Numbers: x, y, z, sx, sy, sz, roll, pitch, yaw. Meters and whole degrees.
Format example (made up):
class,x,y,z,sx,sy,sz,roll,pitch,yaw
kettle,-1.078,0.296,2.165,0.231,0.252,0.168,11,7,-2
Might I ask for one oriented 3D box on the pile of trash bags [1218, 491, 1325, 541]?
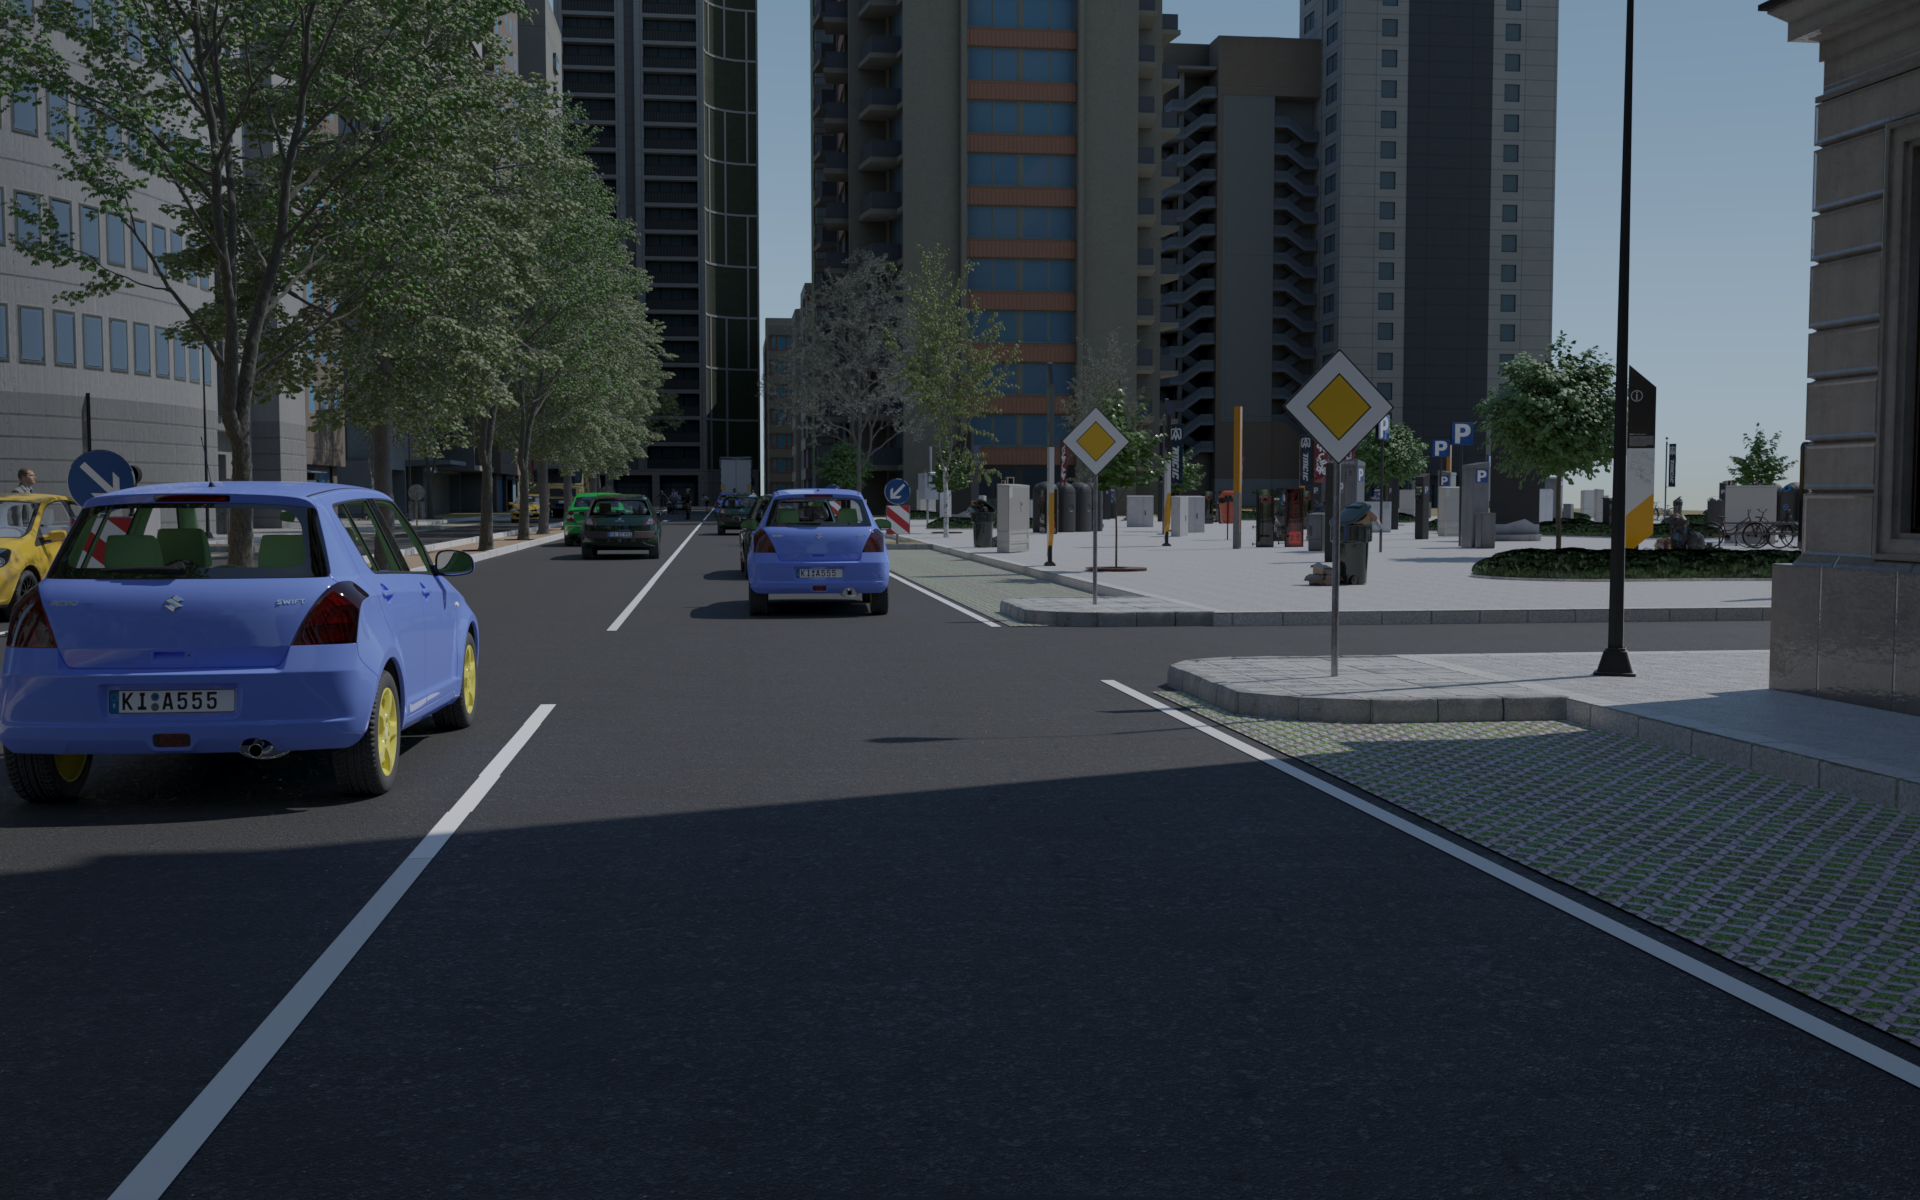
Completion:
class,x,y,z,sx,sy,sz,roll,pitch,yaw
pile of trash bags,8.861,-2.340,48.016,3.447,1.369,1.912,1,4,16

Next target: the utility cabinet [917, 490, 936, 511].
class,x,y,z,sx,sy,sz,roll,pitch,yaw
utility cabinet,-1.811,-5.176,93.314,0.318,1.500,1.173,3,5,43

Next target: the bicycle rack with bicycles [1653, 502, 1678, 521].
class,x,y,z,sx,sy,sz,roll,pitch,yaw
bicycle rack with bicycles,33.060,-4.287,83.479,2.925,0.926,2.852,1,4,13

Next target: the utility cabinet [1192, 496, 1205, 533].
class,x,y,z,sx,sy,sz,roll,pitch,yaw
utility cabinet,7.639,-2.836,57.534,1.020,1.237,0.306,-2,4,-26

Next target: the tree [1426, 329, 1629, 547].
class,x,y,z,sx,sy,sz,roll,pitch,yaw
tree,11.982,-3.115,34.649,4.285,4.588,4.351,0,3,0

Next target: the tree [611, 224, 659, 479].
class,x,y,z,sx,sy,sz,roll,pitch,yaw
tree,-14.962,-8.625,61.610,7.486,12.596,7.792,0,3,0

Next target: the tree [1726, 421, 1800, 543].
class,x,y,z,sx,sy,sz,roll,pitch,yaw
tree,21.281,-3.160,46.263,1.663,3.219,1.824,0,3,0

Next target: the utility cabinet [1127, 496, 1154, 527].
class,x,y,z,sx,sy,sz,roll,pitch,yaw
utility cabinet,6.990,-3.430,67.237,1.020,1.237,0.306,0,4,3

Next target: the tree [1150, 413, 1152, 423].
class,x,y,z,sx,sy,sz,roll,pitch,yaw
tree,8.098,-8.828,94.692,4.360,8.622,3.978,0,3,0

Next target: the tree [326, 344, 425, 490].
class,x,y,z,sx,sy,sz,roll,pitch,yaw
tree,-25.247,-7.629,75.094,4.360,8.622,3.978,0,3,0

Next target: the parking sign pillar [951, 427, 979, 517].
class,x,y,z,sx,sy,sz,roll,pitch,yaw
parking sign pillar,0.202,-4.996,70.155,1.447,3.967,1.447,-3,4,-38

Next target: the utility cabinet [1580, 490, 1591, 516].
class,x,y,z,sx,sy,sz,roll,pitch,yaw
utility cabinet,33.949,-5.170,93.210,1.173,1.500,0.318,-1,4,-21

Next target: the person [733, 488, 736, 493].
class,x,y,z,sx,sy,sz,roll,pitch,yaw
person,-15.061,-6.570,115.859,1.348,1.831,0.705,-3,5,-39

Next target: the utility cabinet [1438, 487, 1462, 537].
class,x,y,z,sx,sy,sz,roll,pitch,yaw
utility cabinet,14.866,-2.638,51.810,1.173,1.500,0.318,-2,4,-27

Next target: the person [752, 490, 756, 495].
class,x,y,z,sx,sy,sz,roll,pitch,yaw
person,-20.447,-9.917,170.724,1.350,1.814,0.705,-2,4,-35

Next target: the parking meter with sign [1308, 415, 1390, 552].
class,x,y,z,sx,sy,sz,roll,pitch,yaw
parking meter with sign,8.602,-2.584,38.508,1.738,3.016,0.543,3,4,38

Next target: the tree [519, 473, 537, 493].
class,x,y,z,sx,sy,sz,roll,pitch,yaw
tree,-34.488,-8.756,137.767,1.663,3.219,1.824,0,3,0

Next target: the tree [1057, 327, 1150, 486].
class,x,y,z,sx,sy,sz,roll,pitch,yaw
tree,6.251,-7.737,76.870,4.360,8.622,3.978,0,3,0

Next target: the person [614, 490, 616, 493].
class,x,y,z,sx,sy,sz,roll,pitch,yaw
person,-29.865,-8.621,149.471,0.705,1.822,1.348,0,4,-7

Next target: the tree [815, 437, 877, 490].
class,x,y,z,sx,sy,sz,roll,pitch,yaw
tree,-6.298,-6.908,96.664,4.285,4.588,4.351,0,3,0

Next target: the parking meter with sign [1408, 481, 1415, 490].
class,x,y,z,sx,sy,sz,roll,pitch,yaw
parking meter with sign,24.617,-5.915,92.972,0.543,3.016,1.738,-2,4,-26

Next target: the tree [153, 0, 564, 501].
class,x,y,z,sx,sy,sz,roll,pitch,yaw
tree,-10.655,-6.790,31.606,7.486,12.596,7.792,0,3,0

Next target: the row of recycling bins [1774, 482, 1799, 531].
class,x,y,z,sx,sy,sz,roll,pitch,yaw
row of recycling bins,29.027,-3.214,59.669,1.069,1.692,3.534,-1,4,-19

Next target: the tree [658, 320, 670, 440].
class,x,y,z,sx,sy,sz,roll,pitch,yaw
tree,-15.807,-9.086,69.136,7.486,12.596,7.792,0,3,0

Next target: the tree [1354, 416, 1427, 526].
class,x,y,z,sx,sy,sz,roll,pitch,yaw
tree,17.454,-5.331,70.883,4.285,4.588,4.351,0,3,0

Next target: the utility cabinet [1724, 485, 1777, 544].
class,x,y,z,sx,sy,sz,roll,pitch,yaw
utility cabinet,19.992,-2.148,43.802,1.173,1.500,0.318,2,4,26

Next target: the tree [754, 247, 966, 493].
class,x,y,z,sx,sy,sz,roll,pitch,yaw
tree,-4.889,-10.697,85.263,12.009,13.543,11.850,0,3,0

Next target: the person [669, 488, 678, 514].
class,x,y,z,sx,sy,sz,roll,pitch,yaw
person,-20.408,-7.021,123.163,0.709,1.838,0.599,2,4,30

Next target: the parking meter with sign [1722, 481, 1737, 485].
class,x,y,z,sx,sy,sz,roll,pitch,yaw
parking meter with sign,43.500,-6.220,97.963,1.738,3.016,0.543,0,4,1

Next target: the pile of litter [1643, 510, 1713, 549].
class,x,y,z,sx,sy,sz,roll,pitch,yaw
pile of litter,16.486,-1.577,39.755,1.719,0.858,1.176,3,5,44

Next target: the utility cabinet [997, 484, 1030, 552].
class,x,y,z,sx,sy,sz,roll,pitch,yaw
utility cabinet,1.183,-1.794,38.003,0.318,1.500,1.173,2,4,24

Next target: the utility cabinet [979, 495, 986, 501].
class,x,y,z,sx,sy,sz,roll,pitch,yaw
utility cabinet,0.687,-4.124,78.590,1.020,1.237,0.306,2,4,29

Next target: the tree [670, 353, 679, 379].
class,x,y,z,sx,sy,sz,roll,pitch,yaw
tree,-16.377,-9.548,76.700,7.486,12.596,7.792,0,3,0

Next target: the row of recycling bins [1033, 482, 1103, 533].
class,x,y,z,sx,sy,sz,roll,pitch,yaw
row of recycling bins,3.713,-3.148,58.587,1.069,1.692,3.534,3,4,38

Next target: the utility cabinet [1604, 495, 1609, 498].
class,x,y,z,sx,sy,sz,roll,pitch,yaw
utility cabinet,34.844,-5.059,93.883,0.306,1.237,1.020,0,4,3

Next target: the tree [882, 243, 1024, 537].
class,x,y,z,sx,sy,sz,roll,pitch,yaw
tree,-0.356,-6.141,50.765,4.737,8.622,4.395,0,3,0

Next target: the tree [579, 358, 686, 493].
class,x,y,z,sx,sy,sz,roll,pitch,yaw
tree,-17.660,-9.060,85.004,8.767,10.594,7.601,0,4,-8

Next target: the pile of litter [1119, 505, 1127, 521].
class,x,y,z,sx,sy,sz,roll,pitch,yaw
pile of litter,8.389,-4.245,83.365,1.176,0.858,1.719,-1,4,-20

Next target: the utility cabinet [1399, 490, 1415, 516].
class,x,y,z,sx,sy,sz,roll,pitch,yaw
utility cabinet,23.207,-4.942,89.486,0.318,1.500,1.173,-2,4,-24

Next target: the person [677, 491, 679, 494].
class,x,y,z,sx,sy,sz,roll,pitch,yaw
person,-26.227,-9.266,160.722,1.217,1.743,0.721,-2,4,-25

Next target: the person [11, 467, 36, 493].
class,x,y,z,sx,sy,sz,roll,pitch,yaw
person,-13.227,-0.979,24.612,0.767,1.812,0.694,-1,4,-11

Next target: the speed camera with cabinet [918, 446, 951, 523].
class,x,y,z,sx,sy,sz,roll,pitch,yaw
speed camera with cabinet,-0.748,-4.781,72.511,2.038,3.252,0.660,-2,4,-33

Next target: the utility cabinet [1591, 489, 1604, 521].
class,x,y,z,sx,sy,sz,roll,pitch,yaw
utility cabinet,27.102,-3.961,73.441,0.318,1.500,1.173,1,4,15

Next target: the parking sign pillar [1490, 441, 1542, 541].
class,x,y,z,sx,sy,sz,roll,pitch,yaw
parking sign pillar,15.237,-3.612,47.536,1.447,3.967,1.447,1,4,16

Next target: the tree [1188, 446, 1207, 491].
class,x,y,z,sx,sy,sz,roll,pitch,yaw
tree,7.542,-3.958,59.317,1.663,3.219,1.824,0,3,0

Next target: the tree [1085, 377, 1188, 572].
class,x,y,z,sx,sy,sz,roll,pitch,yaw
tree,2.577,-2.092,28.805,1.663,3.219,1.824,0,3,0

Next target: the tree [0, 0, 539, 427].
class,x,y,z,sx,sy,sz,roll,pitch,yaw
tree,-9.347,-5.757,22.342,9.928,11.665,9.643,0,3,0

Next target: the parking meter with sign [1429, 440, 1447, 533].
class,x,y,z,sx,sy,sz,roll,pitch,yaw
parking meter with sign,15.887,-3.679,56.417,0.543,3.016,1.738,2,4,31

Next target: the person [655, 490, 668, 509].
class,x,y,z,sx,sy,sz,roll,pitch,yaw
person,-28.901,-9.743,167.814,1.348,1.821,0.705,1,4,10

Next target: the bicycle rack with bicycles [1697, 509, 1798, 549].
class,x,y,z,sx,sy,sz,roll,pitch,yaw
bicycle rack with bicycles,19.373,-1.704,41.241,2.925,0.926,2.852,3,4,37

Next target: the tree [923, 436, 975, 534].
class,x,y,z,sx,sy,sz,roll,pitch,yaw
tree,-0.529,-3.777,56.363,1.663,3.219,1.824,0,3,0

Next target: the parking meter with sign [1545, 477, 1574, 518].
class,x,y,z,sx,sy,sz,roll,pitch,yaw
parking meter with sign,26.234,-4.908,76.507,1.738,3.016,0.543,3,5,43

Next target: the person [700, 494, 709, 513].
class,x,y,z,sx,sy,sz,roll,pitch,yaw
person,-19.028,-7.185,129.158,0.628,1.438,0.799,0,4,-5

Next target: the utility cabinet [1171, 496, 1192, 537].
class,x,y,z,sx,sy,sz,roll,pitch,yaw
utility cabinet,6.661,-2.526,52.460,0.306,1.237,1.020,1,4,22

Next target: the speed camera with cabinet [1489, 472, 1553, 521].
class,x,y,z,sx,sy,sz,roll,pitch,yaw
speed camera with cabinet,18.491,-3.843,57.175,2.038,3.252,0.660,0,4,-5

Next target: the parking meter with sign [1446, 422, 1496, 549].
class,x,y,z,sx,sy,sz,roll,pitch,yaw
parking meter with sign,12.314,-2.762,41.415,0.543,3.016,1.738,0,4,-7

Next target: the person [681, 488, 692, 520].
class,x,y,z,sx,sy,sz,roll,pitch,yaw
person,-15.378,-5.402,97.338,0.721,1.766,1.217,-3,4,-36

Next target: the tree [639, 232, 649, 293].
class,x,y,z,sx,sy,sz,roll,pitch,yaw
tree,-11.690,-7.004,42.735,9.928,11.665,9.643,0,3,0
